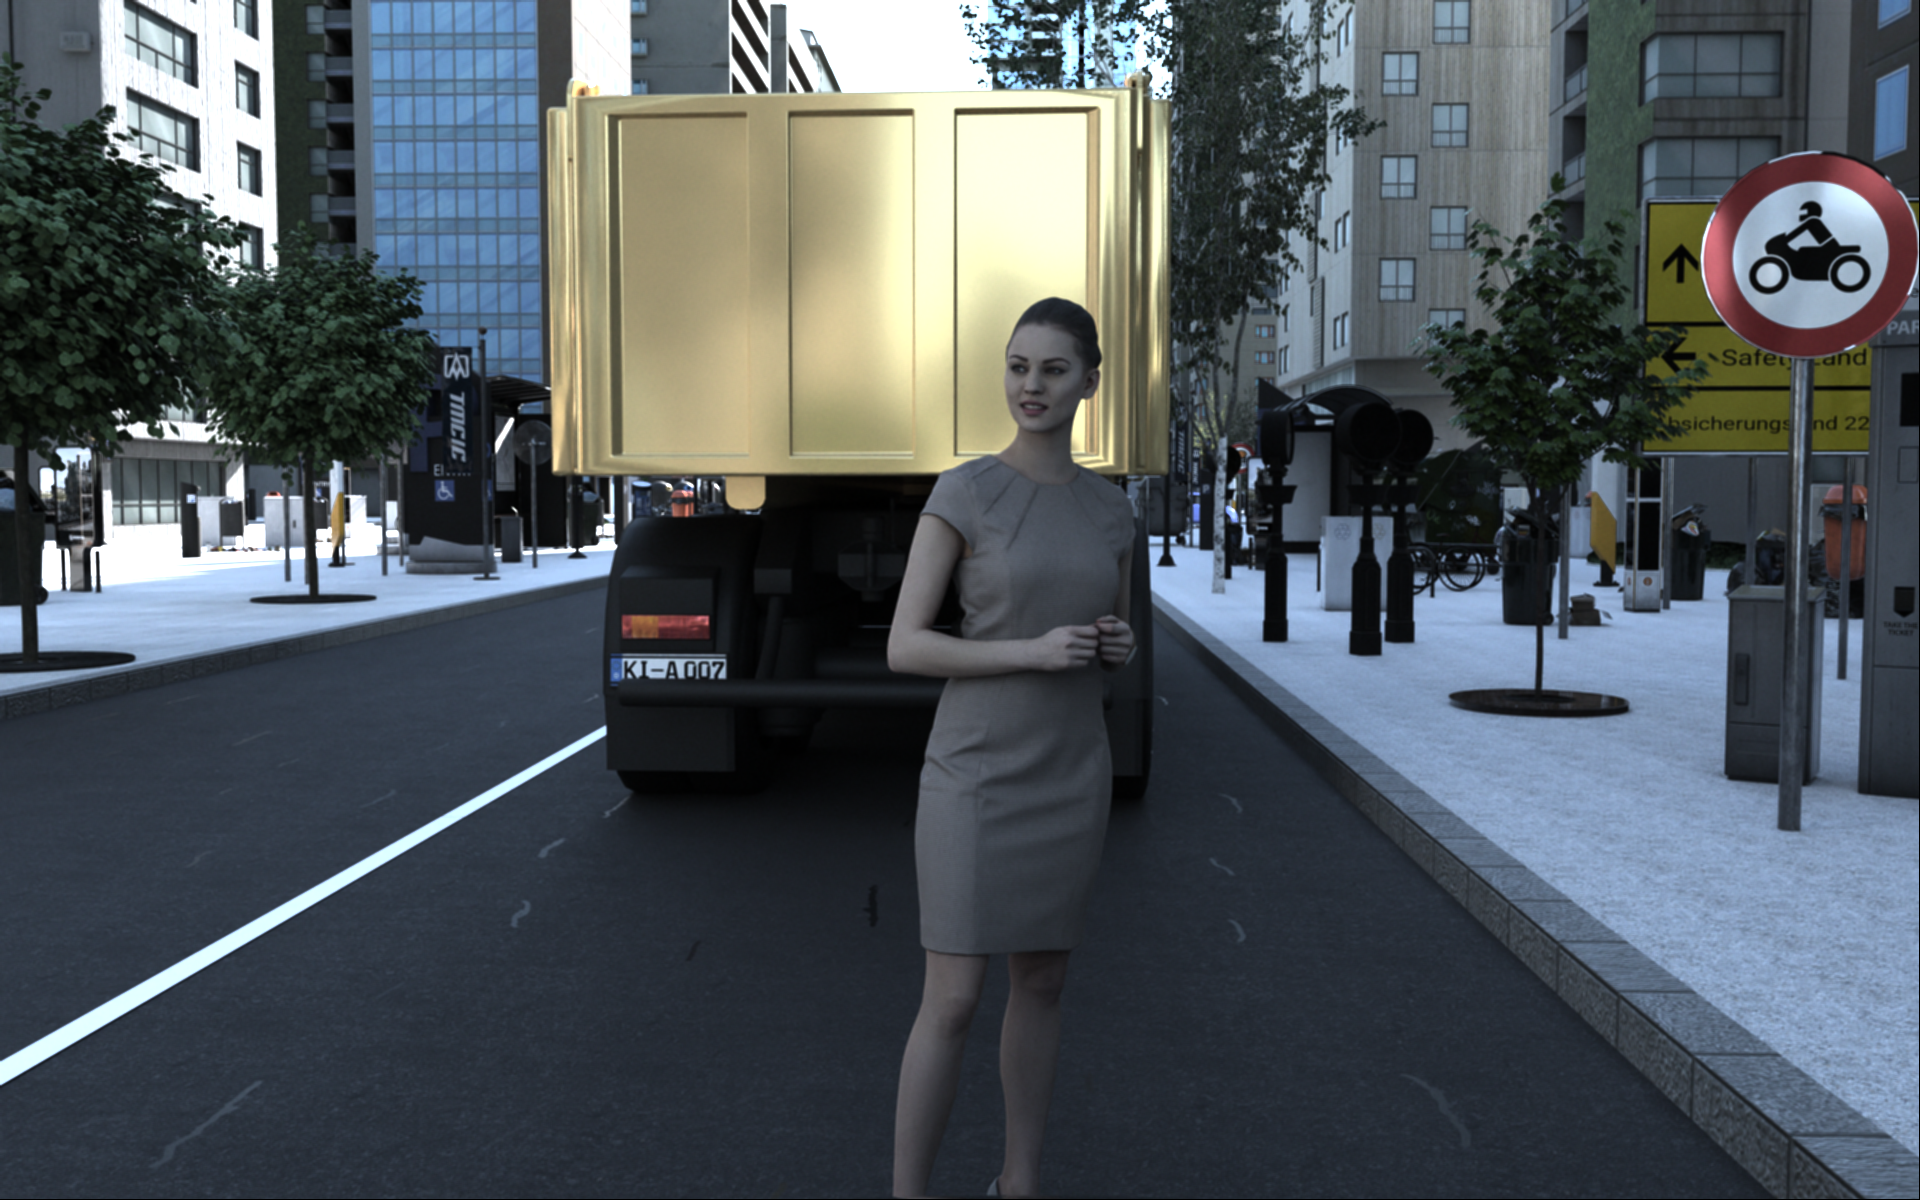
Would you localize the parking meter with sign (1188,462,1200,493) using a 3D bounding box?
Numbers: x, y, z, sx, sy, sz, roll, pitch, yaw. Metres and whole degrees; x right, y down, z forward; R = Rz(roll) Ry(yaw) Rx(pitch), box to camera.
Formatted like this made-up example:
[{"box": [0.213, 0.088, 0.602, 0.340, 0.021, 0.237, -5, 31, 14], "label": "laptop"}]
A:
[{"box": [13.334, -6.017, 94.636, 1.738, 3.016, 0.543, 3, 5, 39], "label": "parking meter with sign"}]

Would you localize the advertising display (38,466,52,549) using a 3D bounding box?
[{"box": [-20.879, -2.147, 40.313, 0.974, 1.923, 0.123, -2, 4, -28], "label": "advertising display"}]

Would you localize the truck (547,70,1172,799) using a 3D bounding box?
[{"box": [-0.110, -0.972, 11.823, 3.469, 3.379, 9.791, 0, 4, 4], "label": "truck"}]

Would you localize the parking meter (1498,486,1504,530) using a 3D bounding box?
[{"box": [15.937, -2.628, 51.372, 0.372, 1.533, 0.369, 0, 3, 0], "label": "parking meter"}]

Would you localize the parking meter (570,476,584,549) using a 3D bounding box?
[{"box": [-9.015, -2.143, 40.754, 0.255, 1.863, 0.399, -1, 4, -21], "label": "parking meter"}]

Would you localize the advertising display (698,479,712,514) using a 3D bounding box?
[{"box": [-7.231, -2.673, 48.914, 0.123, 1.923, 0.974, -2, 4, -30], "label": "advertising display"}]

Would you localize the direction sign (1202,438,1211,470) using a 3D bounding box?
[{"box": [9.957, -4.770, 69.979, 0.379, 3.537, 0.876, -1, 4, -13], "label": "direction sign"}]

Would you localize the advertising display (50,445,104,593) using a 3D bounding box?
[{"box": [-11.577, -1.073, 22.752, 0.974, 1.923, 0.123, 2, 4, 35], "label": "advertising display"}]

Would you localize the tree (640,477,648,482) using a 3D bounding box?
[{"box": [-15.914, -5.857, 90.362, 1.663, 3.219, 1.824, 0, 3, 0], "label": "tree"}]

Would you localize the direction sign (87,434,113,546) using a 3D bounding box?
[{"box": [-21.411, -3.128, 43.147, 0.379, 3.537, 0.876, 1, 4, 15], "label": "direction sign"}]

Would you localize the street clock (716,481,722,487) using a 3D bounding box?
[{"box": [-12.375, -5.165, 89.016, 0.358, 2.002, 0.471, -1, 4, -21], "label": "street clock"}]

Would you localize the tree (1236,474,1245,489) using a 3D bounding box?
[{"box": [22.973, -9.198, 134.094, 4.285, 4.588, 4.351, 0, 3, 0], "label": "tree"}]

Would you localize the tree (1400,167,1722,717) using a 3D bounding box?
[{"box": [3.615, -0.961, 10.308, 1.663, 3.219, 1.824, 0, 3, 0], "label": "tree"}]

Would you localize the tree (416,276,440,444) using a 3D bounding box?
[{"box": [-7.800, -2.274, 20.886, 4.285, 4.588, 4.351, 0, 3, 0], "label": "tree"}]

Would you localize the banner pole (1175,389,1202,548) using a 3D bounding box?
[{"box": [5.387, -3.141, 41.371, 0.863, 3.779, 0.401, -3, 5, -42], "label": "banner pole"}]

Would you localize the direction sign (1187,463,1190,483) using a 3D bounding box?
[{"box": [17.068, -8.262, 127.088, 0.876, 3.537, 0.379, 1, 4, 20], "label": "direction sign"}]

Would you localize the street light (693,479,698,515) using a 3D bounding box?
[{"box": [-5.526, -4.101, 39.600, 1.470, 5.913, 1.316, 0, 4, 2], "label": "street light"}]

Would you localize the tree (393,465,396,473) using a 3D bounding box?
[{"box": [-16.694, -3.586, 53.235, 1.663, 3.219, 1.824, 0, 3, 0], "label": "tree"}]

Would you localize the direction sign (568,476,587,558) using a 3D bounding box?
[{"box": [-7.656, -2.603, 34.551, 0.876, 3.537, 0.379, -2, 4, -32], "label": "direction sign"}]

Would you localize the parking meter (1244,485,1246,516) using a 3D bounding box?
[{"box": [16.516, -5.729, 99.387, 0.255, 1.863, 0.399, 3, 5, 39], "label": "parking meter"}]

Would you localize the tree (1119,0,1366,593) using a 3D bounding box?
[{"box": [3.242, -4.405, 22.379, 4.360, 8.622, 3.978, 0, 3, 0], "label": "tree"}]

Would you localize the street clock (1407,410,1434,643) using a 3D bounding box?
[{"box": [3.812, -0.636, 14.964, 0.471, 2.002, 0.358, -1, 4, -14], "label": "street clock"}]

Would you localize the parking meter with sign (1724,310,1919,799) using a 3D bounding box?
[{"box": [4.229, -0.677, 7.327, 1.738, 3.016, 0.543, 2, 4, 33], "label": "parking meter with sign"}]

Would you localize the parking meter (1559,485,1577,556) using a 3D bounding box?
[{"box": [12.477, -1.826, 35.569, 0.255, 1.863, 0.399, 0, 4, 4], "label": "parking meter"}]

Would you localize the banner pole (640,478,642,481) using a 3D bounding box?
[{"box": [-18.996, -6.840, 101.859, 0.863, 3.779, 0.401, -1, 4, -21], "label": "banner pole"}]

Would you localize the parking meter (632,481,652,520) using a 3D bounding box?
[{"box": [-5.934, -1.463, 32.335, 0.372, 1.533, 0.369, 0, 3, 0], "label": "parking meter"}]

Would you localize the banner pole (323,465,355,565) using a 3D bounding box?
[{"box": [-11.395, -2.533, 31.425, 0.863, 3.779, 0.401, 2, 4, 27], "label": "banner pole"}]

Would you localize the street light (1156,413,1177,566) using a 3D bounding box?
[{"box": [3.140, -3.558, 30.716, 1.470, 5.913, 1.316, 0, 4, 2], "label": "street light"}]

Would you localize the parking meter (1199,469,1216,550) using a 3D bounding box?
[{"box": [5.705, -2.075, 39.639, 0.399, 1.863, 0.255, 3, 5, 39], "label": "parking meter"}]

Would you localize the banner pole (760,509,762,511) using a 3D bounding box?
[{"box": [-8.030, -4.775, 68.086, 0.863, 3.779, 0.401, 1, 4, 19], "label": "banner pole"}]

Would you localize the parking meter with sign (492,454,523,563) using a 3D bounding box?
[{"box": [-9.103, -2.213, 32.442, 1.738, 3.016, 0.543, 0, 4, -5], "label": "parking meter with sign"}]

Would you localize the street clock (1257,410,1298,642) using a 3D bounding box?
[{"box": [2.753, -0.642, 15.059, 0.358, 2.002, 0.471, 1, 4, 20], "label": "street clock"}]

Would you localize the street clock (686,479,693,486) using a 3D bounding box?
[{"box": [-10.324, -3.822, 67.053, 0.471, 2.002, 0.358, 2, 4, 25], "label": "street clock"}]

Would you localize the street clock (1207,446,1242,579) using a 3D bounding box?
[{"box": [3.988, -1.321, 26.172, 0.471, 2.002, 0.358, -1, 4, -17], "label": "street clock"}]

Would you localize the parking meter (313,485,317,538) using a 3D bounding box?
[{"box": [-19.020, -2.584, 50.665, 0.372, 1.533, 0.369, 0, 3, 0], "label": "parking meter"}]

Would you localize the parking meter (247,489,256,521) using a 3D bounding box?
[{"box": [-34.184, -4.597, 83.569, 0.372, 1.533, 0.369, 0, 3, 0], "label": "parking meter"}]

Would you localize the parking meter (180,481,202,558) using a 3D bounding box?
[{"box": [-15.468, -1.616, 34.832, 0.372, 1.533, 0.369, 0, 3, 0], "label": "parking meter"}]

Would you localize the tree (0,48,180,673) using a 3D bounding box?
[{"box": [-7.091, -1.792, 13.014, 4.285, 4.588, 4.351, 0, 3, 0], "label": "tree"}]

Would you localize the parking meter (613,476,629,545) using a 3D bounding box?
[{"box": [-8.574, -2.332, 43.836, 0.255, 1.863, 0.399, 1, 4, 14], "label": "parking meter"}]

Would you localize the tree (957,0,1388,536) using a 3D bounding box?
[{"box": [7.054, -12.014, 52.311, 12.611, 20.169, 13.585, 0, 3, 0], "label": "tree"}]

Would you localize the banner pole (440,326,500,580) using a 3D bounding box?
[{"box": [-7.345, -2.195, 25.913, 0.863, 3.779, 0.401, 0, 4, -2], "label": "banner pole"}]

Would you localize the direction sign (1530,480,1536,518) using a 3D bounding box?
[{"box": [6.762, -1.738, 20.409, 0.379, 3.537, 0.876, 0, 4, -4], "label": "direction sign"}]

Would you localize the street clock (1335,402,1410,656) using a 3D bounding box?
[{"box": [3.239, -0.563, 13.776, 0.471, 2.002, 0.358, -1, 4, -16], "label": "street clock"}]

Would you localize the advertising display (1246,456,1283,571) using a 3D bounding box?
[{"box": [5.101, -1.459, 29.068, 0.123, 1.923, 0.974, -1, 4, -21], "label": "advertising display"}]
